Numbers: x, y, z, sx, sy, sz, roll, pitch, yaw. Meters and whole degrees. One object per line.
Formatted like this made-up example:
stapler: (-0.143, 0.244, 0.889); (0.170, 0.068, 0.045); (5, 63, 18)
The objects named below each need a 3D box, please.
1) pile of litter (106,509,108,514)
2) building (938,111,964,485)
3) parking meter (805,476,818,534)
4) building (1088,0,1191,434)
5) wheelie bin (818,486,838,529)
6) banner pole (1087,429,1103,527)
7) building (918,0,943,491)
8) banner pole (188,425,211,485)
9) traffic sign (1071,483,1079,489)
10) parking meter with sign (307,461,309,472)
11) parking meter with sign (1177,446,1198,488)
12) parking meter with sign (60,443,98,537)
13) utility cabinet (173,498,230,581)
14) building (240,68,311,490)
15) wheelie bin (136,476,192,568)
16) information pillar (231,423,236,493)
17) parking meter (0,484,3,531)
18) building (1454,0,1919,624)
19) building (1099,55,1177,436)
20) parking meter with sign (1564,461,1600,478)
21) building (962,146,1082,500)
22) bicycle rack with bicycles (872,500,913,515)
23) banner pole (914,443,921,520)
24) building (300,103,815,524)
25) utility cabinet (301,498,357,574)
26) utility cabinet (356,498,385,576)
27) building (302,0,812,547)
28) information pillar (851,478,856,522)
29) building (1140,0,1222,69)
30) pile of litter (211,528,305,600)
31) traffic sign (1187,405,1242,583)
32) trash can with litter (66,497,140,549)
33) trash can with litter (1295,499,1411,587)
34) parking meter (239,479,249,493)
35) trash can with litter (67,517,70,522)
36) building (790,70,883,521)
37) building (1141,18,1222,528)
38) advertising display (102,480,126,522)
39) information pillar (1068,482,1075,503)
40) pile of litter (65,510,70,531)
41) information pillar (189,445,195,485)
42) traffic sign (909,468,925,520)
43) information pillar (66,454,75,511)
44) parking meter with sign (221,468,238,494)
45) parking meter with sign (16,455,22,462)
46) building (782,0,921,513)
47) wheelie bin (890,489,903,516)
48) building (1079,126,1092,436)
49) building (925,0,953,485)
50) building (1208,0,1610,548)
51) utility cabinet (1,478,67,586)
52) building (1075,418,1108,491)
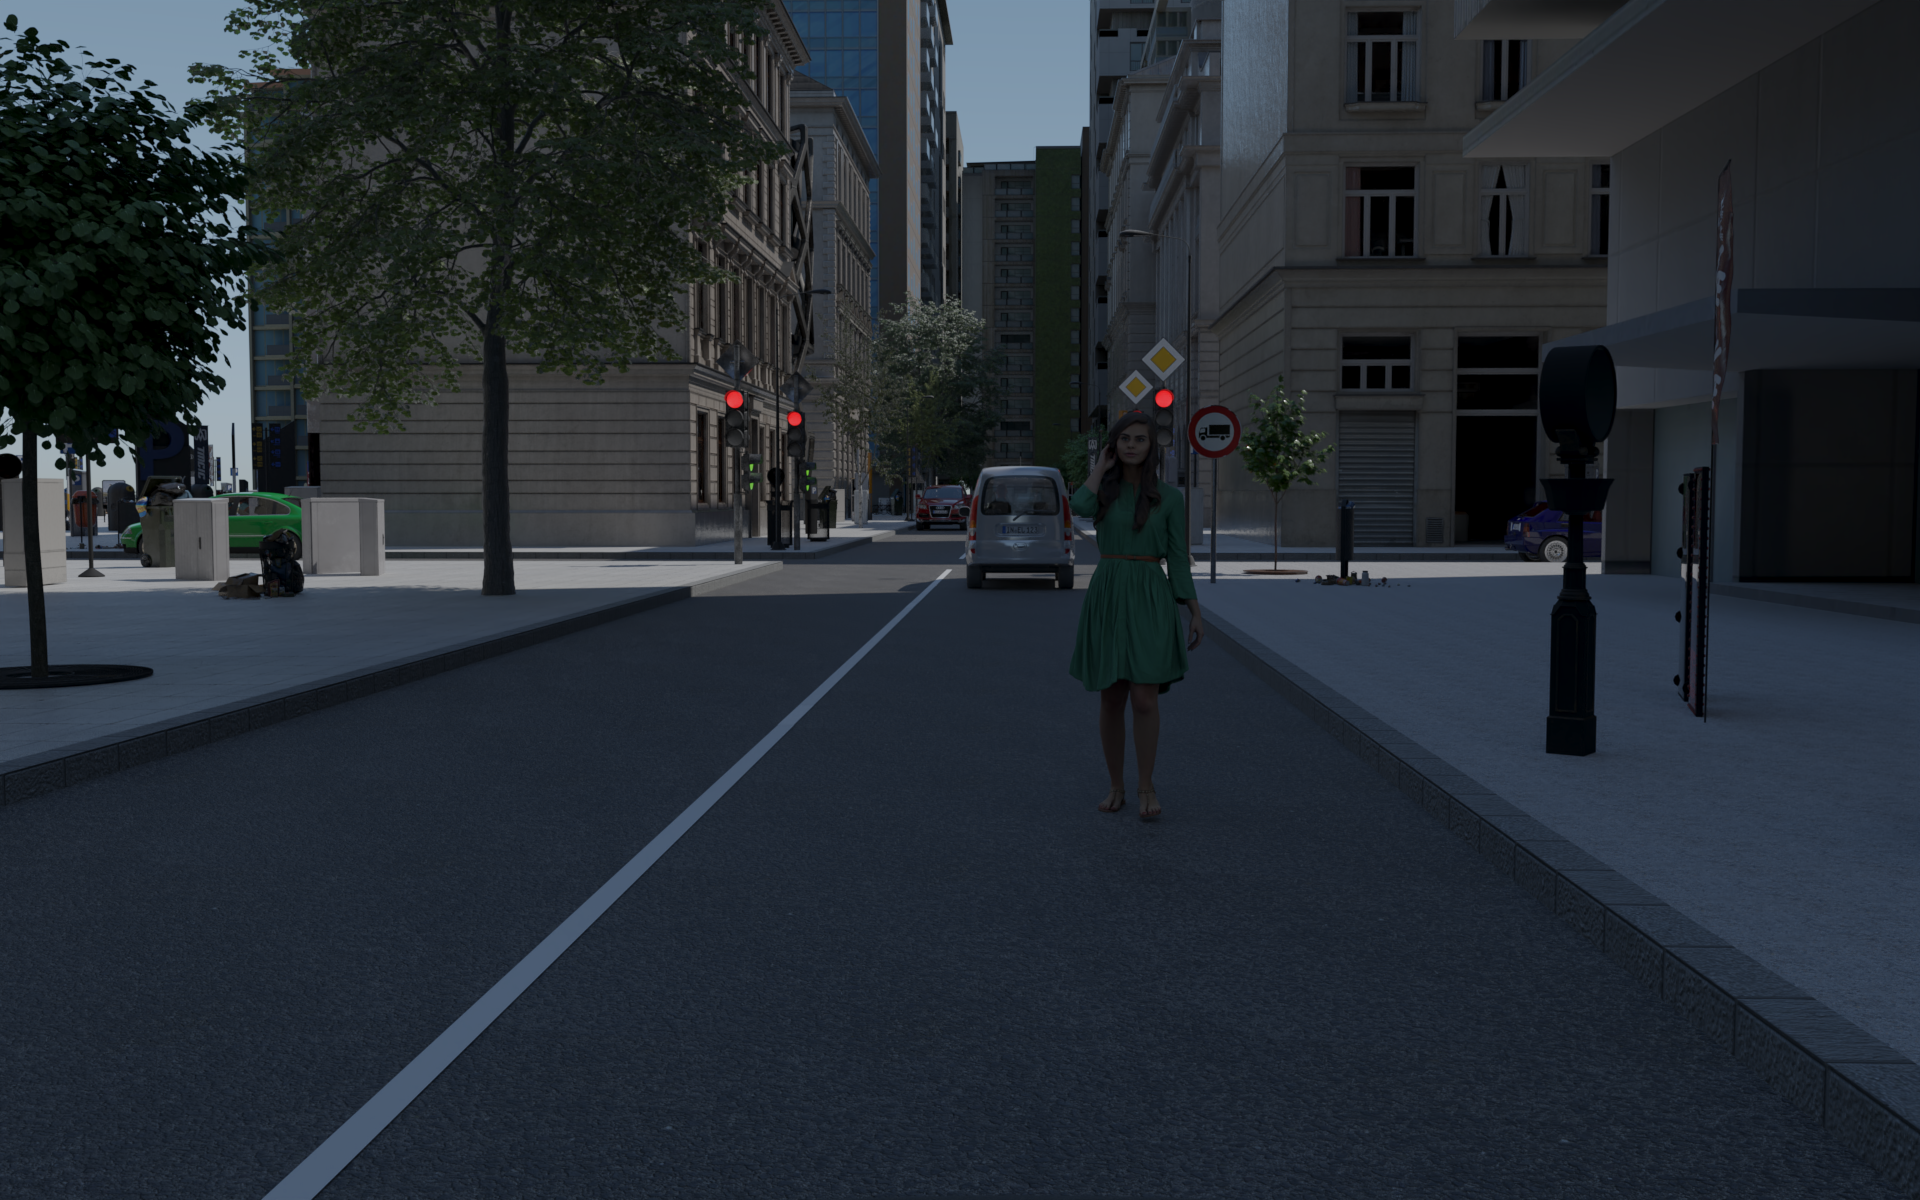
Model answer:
pile of litter: (-54.571, -5.905, 110.508); (1.176, 0.858, 1.719); (-1, 4, -9)
building: (-10.443, -35.875, 210.263); (21.600, 48.544, 21.300); (0, 4, 2)
parking meter: (-4.779, -3.059, 55.723); (0.255, 1.863, 0.399); (3, 4, 36)
building: (25.212, -34.449, 152.480); (28.713, 52.752, 27.495); (0, 4, 2)
wheelie bin: (-4.923, -3.468, 64.607); (0.693, 1.594, 0.980); (-1, 4, -20)
banner pole: (5.247, -4.699, 66.841); (0.863, 3.779, 0.401); (-2, 4, -31)
building: (-13.352, -32.069, 143.943); (23.786, 49.044, 30.456); (0, 4, 2)
banner pole: (-24.319, -3.985, 55.168); (0.863, 3.779, 0.401); (-3, 5, -41)
traffic sign: (6.837, -6.131, 100.247); (0.884, 2.594, 0.081); (1, 4, 9)
parking meter with sign: (-34.177, -5.823, 91.471); (0.543, 3.016, 1.738); (-1, 4, -19)
parking meter with sign: (6.444, -3.374, 51.420); (1.738, 3.016, 0.543); (-3, 5, -42)
parking meter with sign: (-26.727, -3.448, 52.633); (0.543, 3.016, 1.738); (-1, 4, -9)
utility cabinet: (-11.346, -0.901, 25.892); (1.020, 1.237, 0.306); (2, 4, 35)
building: (-57.186, -32.073, 179.019); (28.867, 44.769, 22.147); (0, 4, 2)
wheelie bin: (-13.923, -1.377, 30.424); (0.693, 1.594, 0.980); (2, 4, 30)
information pillar: (-23.738, -3.993, 56.645); (0.183, 3.616, 0.504); (-1, 4, -20)
parking meter: (-33.211, -3.329, 60.134); (0.255, 1.863, 0.399); (-1, 4, -13)
building: (20.885, -25.954, 13.590); (28.713, 52.752, 27.495); (0, 4, 2)
building: (14.805, -18.571, 100.900); (12.463, 27.353, 25.104); (0, 4, 2)
parking meter with sign: (14.194, -2.649, 39.568); (1.738, 3.016, 0.543); (2, 4, 31)
building: (7.253, -31.979, 206.456); (14.086, 41.232, 14.154); (0, 4, 2)
bicycle rack with bicycles: (-4.367, -5.776, 107.818); (2.925, 0.926, 2.852); (-1, 4, -16)
banner pole: (-2.069, -5.863, 85.876); (0.401, 3.779, 0.863); (1, 4, 16)
building: (-14.434, -12.328, 69.007); (16.820, 18.784, 16.811); (0, 4, 2)
utility cabinet: (-10.185, -1.043, 28.207); (0.306, 1.237, 1.020); (3, 4, 38)
utility cabinet: (-9.357, -1.005, 27.598); (0.306, 1.237, 1.020); (-1, 4, -13)
building: (-10.783, -11.388, 50.822); (10.561, 19.102, 19.286); (0, 4, 2)
information pillar: (-4.855, -4.661, 80.694); (0.304, 2.012, 0.304); (2, 4, 24)
building: (26.270, -26.619, 127.105); (32.217, 40.220, 23.993); (0, 4, 2)
pile of litter: (-8.853, -0.478, 21.784); (1.176, 0.858, 1.719); (0, 4, 4)
traffic sign: (3.642, -1.513, 24.839); (0.768, 2.556, 0.104); (0, 4, 7)
trash can with litter: (-20.060, -1.825, 40.897); (2.233, 1.210, 1.678); (-3, 5, -41)
trash can with litter: (5.694, -0.850, 24.957); (1.678, 1.210, 2.233); (1, 4, 18)
parking meter: (-28.308, -3.840, 68.493); (0.255, 1.863, 0.399); (0, 4, -1)
trash can with litter: (-38.304, -3.909, 75.299); (0.624, 1.170, 1.055); (1, 4, 20)
building: (-10.475, -16.133, 92.651); (11.050, 23.489, 19.941); (0, 4, 2)
building: (15.353, -14.341, 76.271); (13.314, 21.916, 24.055); (0, 4, 2)
advertising display: (-38.320, -4.481, 78.479); (0.974, 1.923, 0.123); (-1, 4, -21)
information pillar: (6.902, -6.279, 107.160); (0.304, 2.012, 0.304); (3, 4, 36)
pile of litter: (-31.622, -2.899, 61.365); (1.176, 0.858, 1.719); (-2, 4, -33)
information pillar: (-36.565, -5.587, 82.698); (0.504, 3.616, 0.183); (1, 4, 13)
traffic sign: (-2.138, -5.155, 84.287); (0.884, 2.594, 0.081); (0, 4, 6)
information pillar: (-41.740, -5.504, 81.349); (0.183, 3.616, 0.504); (1, 4, 15)
parking meter with sign: (-48.547, -7.243, 114.686); (1.738, 3.016, 0.543); (2, 4, 32)
parking meter with sign: (-41.430, -4.914, 76.609); (0.543, 3.016, 1.738); (-2, 4, -28)
building: (-10.110, -28.830, 121.484); (14.600, 45.320, 14.200); (0, 4, 2)
wheelie bin: (-3.740, -5.827, 103.175); (0.693, 1.594, 0.980); (-2, 4, -23)
building: (21.401, -34.011, 206.190); (14.200, 45.320, 14.600); (0, 4, 2)
building: (-15.021, -35.800, 174.571); (27.495, 52.752, 28.713); (0, 4, 2)
building: (22.244, -13.114, 47.690); (30.059, 22.955, 16.112); (0, 4, 2)
utility cabinet: (-12.942, -0.950, 24.208); (0.318, 1.500, 1.173); (0, 4, -3)
building: (21.964, -45.127, 176.074); (20.563, 71.187, 20.611); (0, 4, 2)
